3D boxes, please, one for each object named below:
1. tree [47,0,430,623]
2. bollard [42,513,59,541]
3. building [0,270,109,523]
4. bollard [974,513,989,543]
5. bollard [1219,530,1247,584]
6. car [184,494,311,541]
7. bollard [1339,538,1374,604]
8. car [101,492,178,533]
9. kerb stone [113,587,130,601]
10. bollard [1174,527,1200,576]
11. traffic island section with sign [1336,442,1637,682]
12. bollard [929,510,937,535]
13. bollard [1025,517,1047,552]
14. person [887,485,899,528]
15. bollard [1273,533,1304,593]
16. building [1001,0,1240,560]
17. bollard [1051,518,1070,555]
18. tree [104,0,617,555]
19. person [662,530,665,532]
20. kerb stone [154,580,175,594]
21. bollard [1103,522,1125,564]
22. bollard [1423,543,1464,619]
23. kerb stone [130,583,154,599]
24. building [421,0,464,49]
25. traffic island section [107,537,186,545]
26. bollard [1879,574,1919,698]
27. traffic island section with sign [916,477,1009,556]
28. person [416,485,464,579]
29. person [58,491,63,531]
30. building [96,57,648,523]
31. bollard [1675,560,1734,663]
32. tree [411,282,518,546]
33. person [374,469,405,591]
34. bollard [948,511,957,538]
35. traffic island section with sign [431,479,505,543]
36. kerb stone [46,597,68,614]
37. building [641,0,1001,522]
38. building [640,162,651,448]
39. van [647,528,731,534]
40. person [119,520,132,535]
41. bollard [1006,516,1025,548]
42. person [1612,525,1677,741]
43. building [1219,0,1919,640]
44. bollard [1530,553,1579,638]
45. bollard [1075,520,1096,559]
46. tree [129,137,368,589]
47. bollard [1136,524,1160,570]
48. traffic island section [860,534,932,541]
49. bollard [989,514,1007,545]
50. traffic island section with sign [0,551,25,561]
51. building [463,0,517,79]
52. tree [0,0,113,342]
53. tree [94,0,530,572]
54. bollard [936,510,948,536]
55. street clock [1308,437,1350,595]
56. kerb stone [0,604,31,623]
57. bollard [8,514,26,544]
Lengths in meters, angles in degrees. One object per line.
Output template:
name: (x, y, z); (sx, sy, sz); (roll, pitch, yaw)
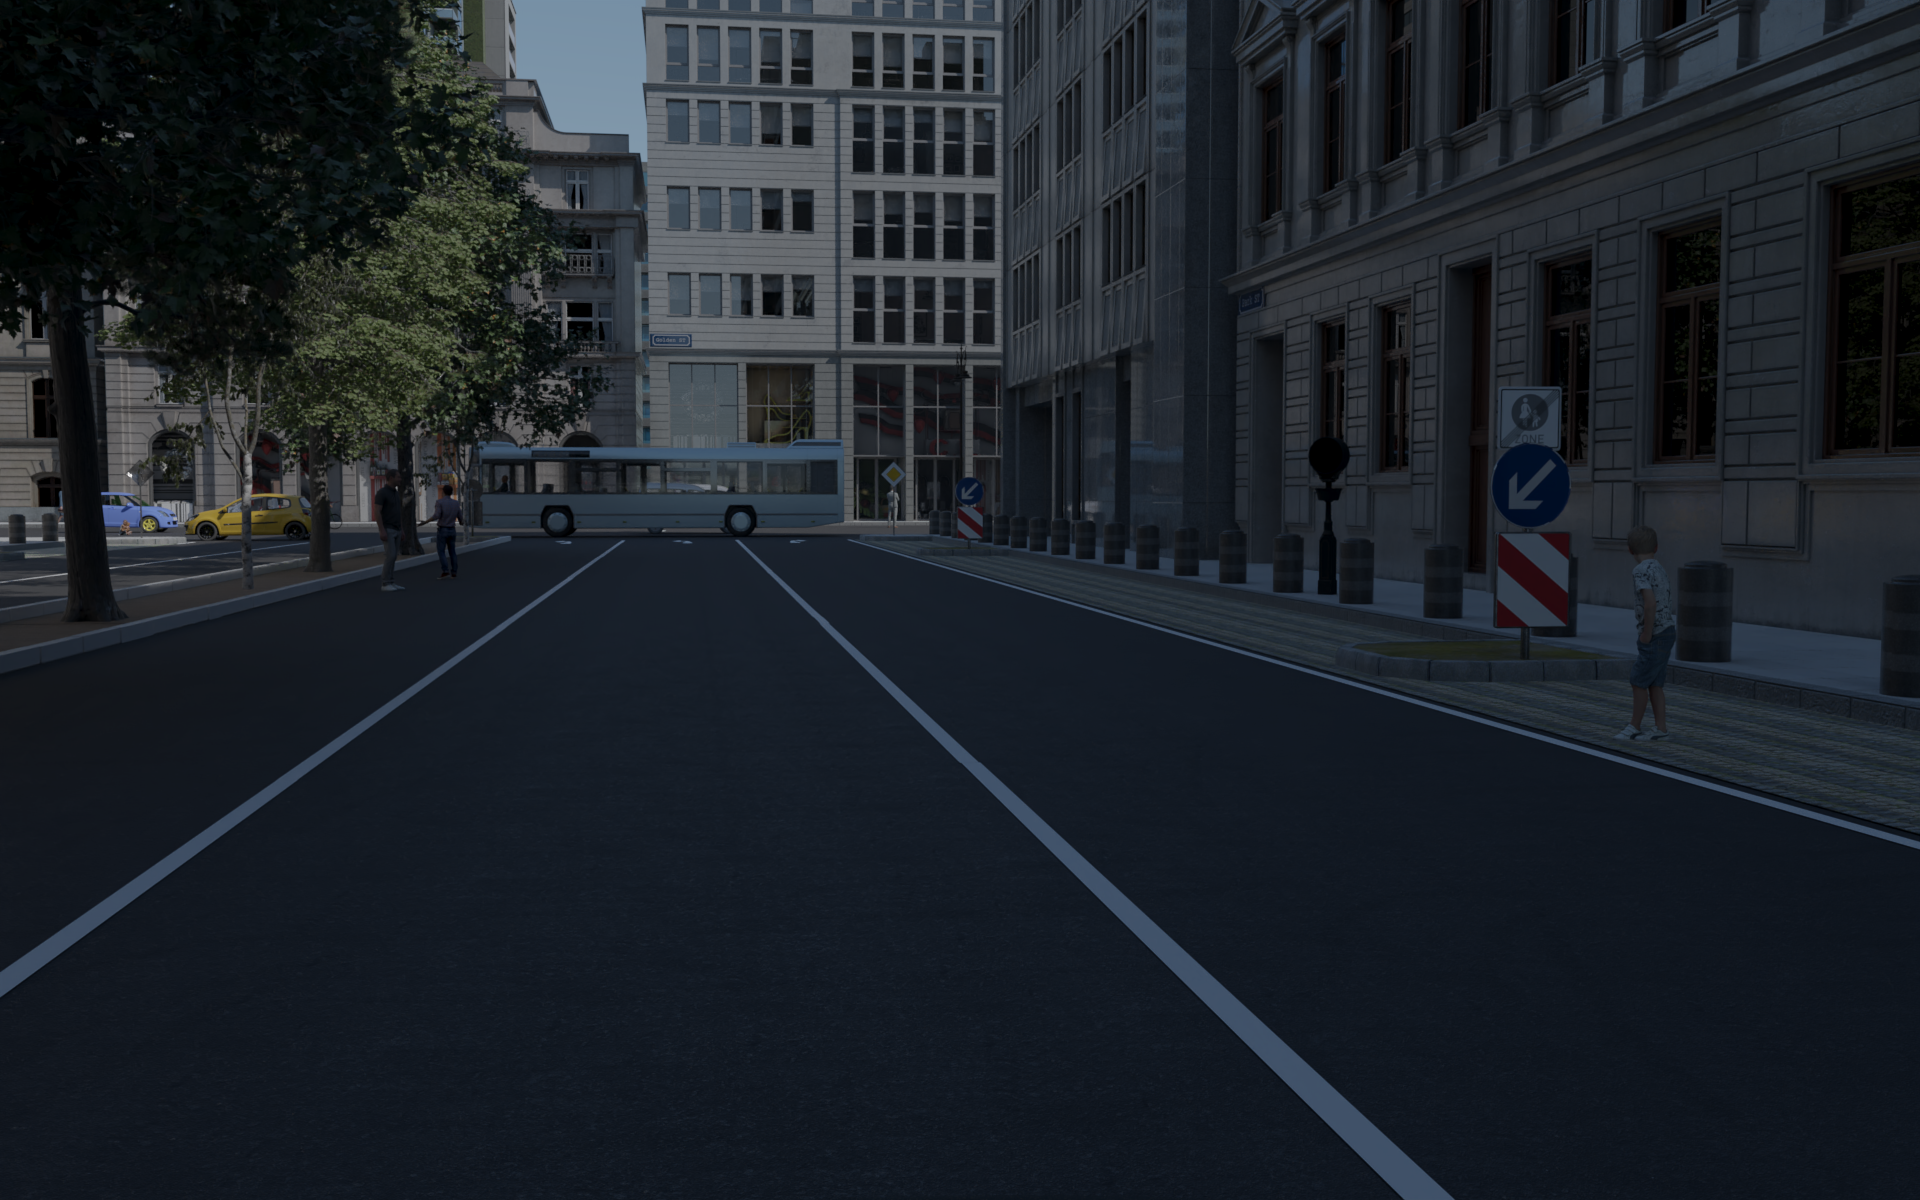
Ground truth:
tree: (-10.034, -6.693, 19.305); (7.806, 13.903, 7.818); (0, 3, 0)
bollard: (-24.763, -1.983, 47.133); (0.404, 0.777, 0.398); (0, 3, 0)
building: (-56.531, -15.984, 80.415); (34.723, 24.649, 14.460); (-1, 4, -9)
bollard: (0.667, -1.895, 45.694); (0.404, 0.777, 0.398); (0, 3, 0)
bollard: (3.928, -0.624, 24.915); (0.404, 0.777, 0.398); (0, 3, 0)
car: (-21.996, -2.672, 53.913); (3.980, 1.641, 2.015); (-1, 4, -9)
bollard: (4.647, -0.341, 20.296); (0.404, 0.777, 0.398); (0, 3, 0)
car: (-31.203, -3.363, 64.576); (3.694, 1.707, 1.945); (-1, 4, -11)
kerb stone: (-11.236, -0.043, 22.906); (0.120, 0.150, 1.000); (-1, 4, -9)
bollard: (3.564, -0.765, 27.222); (0.404, 0.777, 0.398); (0, 3, 0)
traffic island section with sign: (4.173, -0.334, 14.088); (1.989, 1.847, 2.006); (-1, 4, -9)
bollard: (-0.778, -2.461, 54.954); (0.404, 0.777, 0.398); (0, 3, 0)
bollard: (1.754, -1.471, 38.772); (0.404, 0.777, 0.398); (0, 3, 0)
person: (-2.850, -3.976, 73.694); (0.511, 1.800, 0.466); (0, 4, 5)
bollard: (4.286, -0.482, 22.604); (0.404, 0.777, 0.398); (0, 3, 0)
building: (8.711, -13.794, 43.546); (12.078, 24.808, 19.932); (-1, 4, -9)
bollard: (2.116, -1.330, 36.464); (0.404, 0.777, 0.398); (0, 3, 0)
tree: (-13.015, -7.396, 40.388); (9.611, 12.733, 9.660); (0, 3, 0)
person: (-11.441, -3.478, 66.094); (0.376, 1.734, 0.841); (0, 4, -7)
kerb stone: (-11.562, -0.168, 24.949); (0.120, 0.150, 1.000); (-1, 4, -9)
bollard: (2.840, -1.047, 31.837); (0.404, 0.777, 0.398); (0, 3, 0)
bollard: (5.014, -0.199, 17.964); (0.404, 0.777, 0.398); (0, 3, 0)
kerb stone: (-11.391, -0.106, 23.927); (0.120, 0.150, 1.000); (-1, 4, -9)
building: (-54.967, -51.414, 153.288); (22.319, 86.520, 31.000); (-1, 4, -9)
traffic island section: (-23.810, -1.717, 50.351); (2.009, 0.180, 2.903); (-1, 4, -9)
bollard: (6.097, 0.225, 11.038); (0.404, 0.777, 0.398); (0, 3, 0)
traffic island section with sign: (0.000, -1.963, 40.719); (1.989, 1.847, 2.006); (-1, 4, -9)
person: (-8.657, -1.147, 29.205); (0.435, 1.587, 0.963); (2, 4, 33)
person: (-35.242, -3.640, 68.032); (0.654, 1.822, 0.581); (1, 4, 15)
building: (-27.322, -14.809, 83.923); (24.055, 21.916, 13.314); (-1, 4, -9)
bollard: (5.738, 0.084, 13.350); (0.404, 0.777, 0.398); (0, 3, 0)
tree: (-13.620, -5.796, 47.576); (4.360, 8.622, 3.978); (0, 3, 0)
person: (-8.434, -1.045, 25.720); (0.434, 1.807, 0.598); (1, 4, 22)
bollard: (-0.052, -2.178, 50.323); (0.404, 0.777, 0.398); (0, 3, 0)
traffic island section with sign: (-14.729, -2.683, 52.004); (2.006, 1.907, 1.989); (-1, 4, -9)
kerb stone: (-10.916, 0.081, 20.864); (0.120, 0.150, 1.000); (-1, 4, -9)
building: (-0.428, -18.869, 86.001); (29.804, 29.767, 11.434); (-1, 4, -9)
building: (-50.188, -38.305, 245.902); (30.456, 49.044, 23.786); (-1, 4, -9)
van: (-9.730, -3.425, 63.003); (4.112, 2.044, 2.013); (-1, 4, -11)
person: (-29.044, -2.523, 60.233); (0.357, 0.543, 0.381); (0, 4, 8)
bollard: (1.395, -1.612, 41.079); (0.404, 0.777, 0.398); (0, 3, 0)
person: (3.958, 0.195, 9.991); (0.332, 1.250, 0.352); (-1, 4, -17)
building: (11.704, -11.448, 23.328); (11.583, 22.565, 21.152); (-1, 4, -9)
bollard: (5.374, -0.057, 15.656); (0.404, 0.777, 0.398); (0, 3, 0)
bollard: (2.478, -1.189, 34.157); (0.404, 0.777, 0.398); (0, 3, 0)
tree: (-10.706, -4.469, 25.888); (4.360, 8.622, 3.978); (0, 3, 0)
bollard: (3.202, -0.906, 29.529); (0.404, 0.777, 0.398); (0, 3, 0)
traffic island section: (-2.032, -1.924, 53.742); (2.009, 0.180, 2.903); (-1, 4, -9)
bollard: (1.032, -1.753, 43.386); (0.404, 0.777, 0.398); (0, 3, 0)
traffic island section with sign: (-21.471, -1.762, 37.431); (1.989, 1.847, 2.006); (-1, 4, -9)
building: (-63.874, -39.801, 192.740); (28.212, 58.520, 21.231); (-1, 4, -9)
tree: (-8.086, -5.581, 10.712); (9.611, 12.733, 9.660); (0, 3, 0)
tree: (-11.919, -6.804, 31.826); (7.486, 12.596, 7.792); (0, 3, 0)
bollard: (-0.414, -2.320, 52.647); (0.404, 0.777, 0.398); (0, 3, 0)
street clock: (4.691, -1.069, 22.055); (0.471, 2.002, 0.358); (3, 4, 36)
kerb stone: (-10.754, 0.145, 19.851); (0.120, 0.150, 1.000); (-1, 4, -9)
bollard: (-24.395, -1.841, 44.815); (0.404, 0.777, 0.398); (0, 3, 0)
